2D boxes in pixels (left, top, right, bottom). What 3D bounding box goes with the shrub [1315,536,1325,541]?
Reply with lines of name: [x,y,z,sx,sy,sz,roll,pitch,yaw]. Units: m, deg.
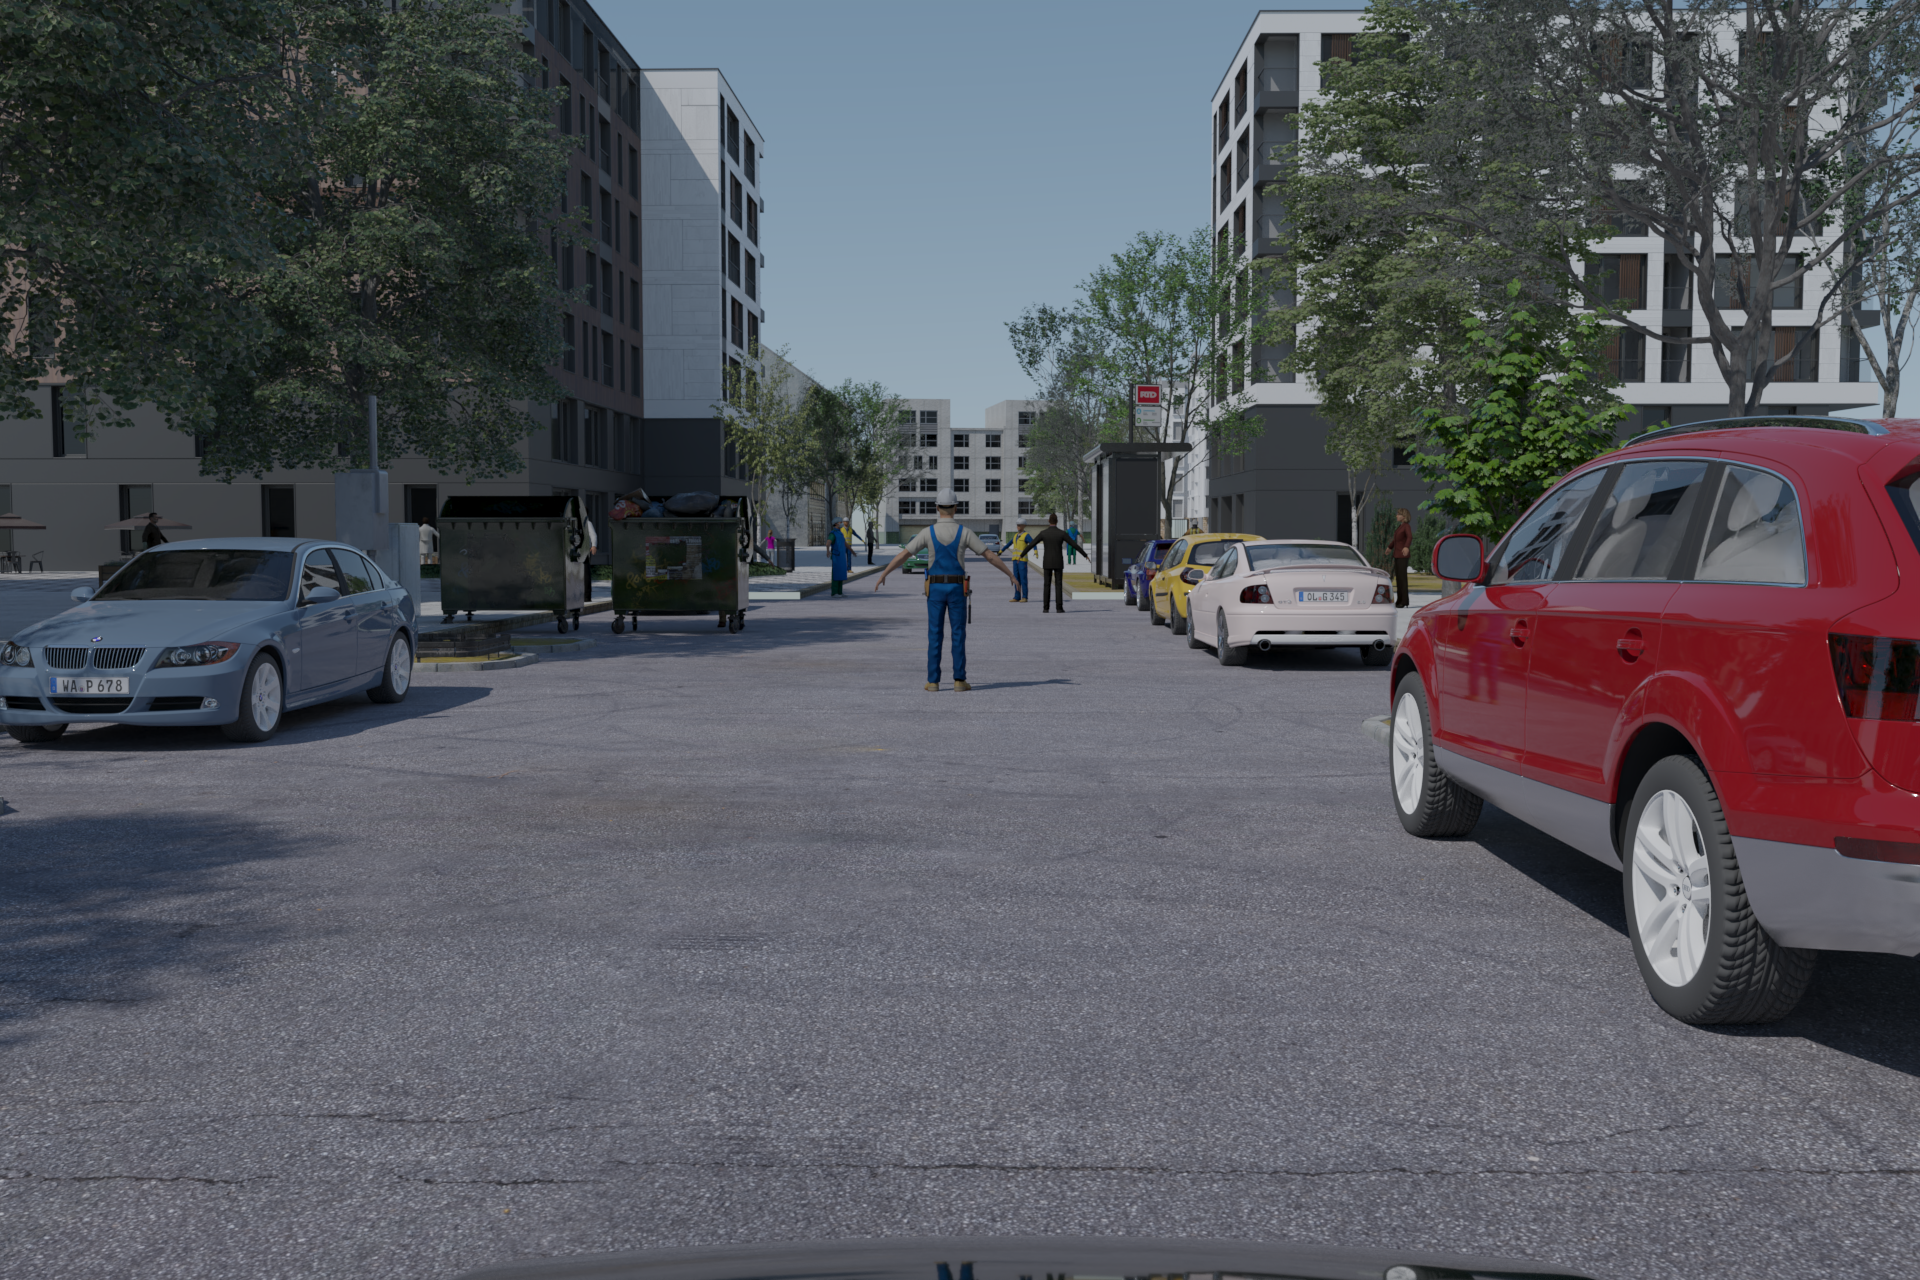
shrub: [11.752,-2.792,56.761,1.383,1.207,1.383,0,3,0]

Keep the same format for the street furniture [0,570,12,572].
street furniture: [-31.697,-2.599,49.341,11.010,1.723,9.812,2,4,25]

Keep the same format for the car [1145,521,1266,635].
car: [3.851,-0.966,26.013,2.015,1.641,3.980,0,4,0]

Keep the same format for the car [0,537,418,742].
car: [-5.624,-0.088,13.445,2.014,1.417,4.499,0,4,1]

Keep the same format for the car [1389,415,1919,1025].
car: [3.109,0.128,6.586,2.281,1.827,5.304,0,4,1]

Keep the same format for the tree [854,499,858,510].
tree: [-15.382,-17.223,231.953,4.737,8.622,4.395,0,3,0]

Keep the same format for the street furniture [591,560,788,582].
street furniture: [-8.111,-2.073,49.523,5.734,0.657,10.072,0,4,8]

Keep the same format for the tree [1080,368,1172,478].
tree: [8.005,-7.700,76.252,4.360,8.622,3.978,0,3,0]

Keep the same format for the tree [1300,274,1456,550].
tree: [10.687,-5.938,47.444,4.360,8.622,3.978,0,3,0]

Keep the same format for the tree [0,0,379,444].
tree: [-11.225,-6.818,18.129,9.857,13.997,8.962,0,3,0]

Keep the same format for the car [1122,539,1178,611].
car: [4.163,-1.282,33.535,1.945,1.354,3.894,0,3,0]

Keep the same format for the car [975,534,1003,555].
car: [1.917,-6.446,117.395,2.014,1.417,4.499,0,4,0]

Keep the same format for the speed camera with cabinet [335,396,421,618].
speed camera with cabinet: [-8.582,-1.909,25.547,0.660,3.252,2.038,0,4,1]

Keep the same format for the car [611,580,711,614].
car: [-5.291,-1.365,32.109,2.009,1.686,4.222,0,4,1]

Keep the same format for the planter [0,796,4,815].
planter: [-5.893,0.780,8.388,1.991,0.319,1.994,0,4,0]

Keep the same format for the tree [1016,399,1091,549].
tree: [8.420,-13.848,144.547,7.486,12.596,7.792,0,3,0]

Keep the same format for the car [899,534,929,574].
car: [-1.168,-3.175,63.709,2.131,1.459,4.920,0,4,1]

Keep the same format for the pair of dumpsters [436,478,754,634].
pair of dumpsters: [-5.279,-1.239,25.213,4.436,2.255,1.574,0,4,1]

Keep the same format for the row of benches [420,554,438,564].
row of benches: [-17.826,-2.570,57.479,4.104,0.672,1.422,-1,4,-22]

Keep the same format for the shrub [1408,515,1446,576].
shrub: [14.576,-3.006,53.562,1.690,2.028,1.600,0,3,0]

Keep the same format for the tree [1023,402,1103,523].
tree: [8.720,-12.886,136.440,9.928,11.665,9.643,0,3,0]

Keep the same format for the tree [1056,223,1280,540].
tree: [7.083,-8.138,58.817,9.928,11.665,9.643,0,3,0]

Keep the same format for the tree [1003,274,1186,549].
tree: [9.839,-16.465,125.093,12.611,20.169,13.585,0,3,0]

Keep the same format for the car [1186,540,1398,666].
car: [3.769,-0.479,20.191,2.083,1.381,4.827,0,4,1]

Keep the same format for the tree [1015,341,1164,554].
tree: [8.414,-12.183,109.563,12.009,13.543,11.850,0,3,0]

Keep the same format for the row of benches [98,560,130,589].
row of benches: [-18.423,-1.572,41.159,4.104,0.672,1.422,0,4,-2]

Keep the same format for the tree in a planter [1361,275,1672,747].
tree in a planter: [3.882,-0.904,12.005,1.991,3.239,1.994,0,4,1]

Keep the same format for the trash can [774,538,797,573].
trash can: [-5.786,-2.806,57.523,0.748,1.137,0.748,0,3,0]

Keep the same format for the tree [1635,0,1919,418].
tree: [25.399,-11.878,50.090,12.611,20.169,13.585,0,3,0]

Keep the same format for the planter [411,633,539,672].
planter: [-5.730,0.133,18.961,1.991,0.319,1.994,0,4,1]

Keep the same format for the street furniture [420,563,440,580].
street furniture: [-16.725,-2.134,50.518,10.072,0.657,5.734,0,4,1]

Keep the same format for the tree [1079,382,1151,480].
tree: [8.020,-8.118,83.093,4.360,8.622,3.978,0,3,0]

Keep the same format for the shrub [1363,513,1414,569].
shrub: [13.794,-3.156,55.646,1.661,2.075,1.752,0,3,0]

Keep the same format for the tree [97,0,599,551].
tree: [-11.748,-7.763,33.575,9.857,13.997,8.962,0,3,0]
